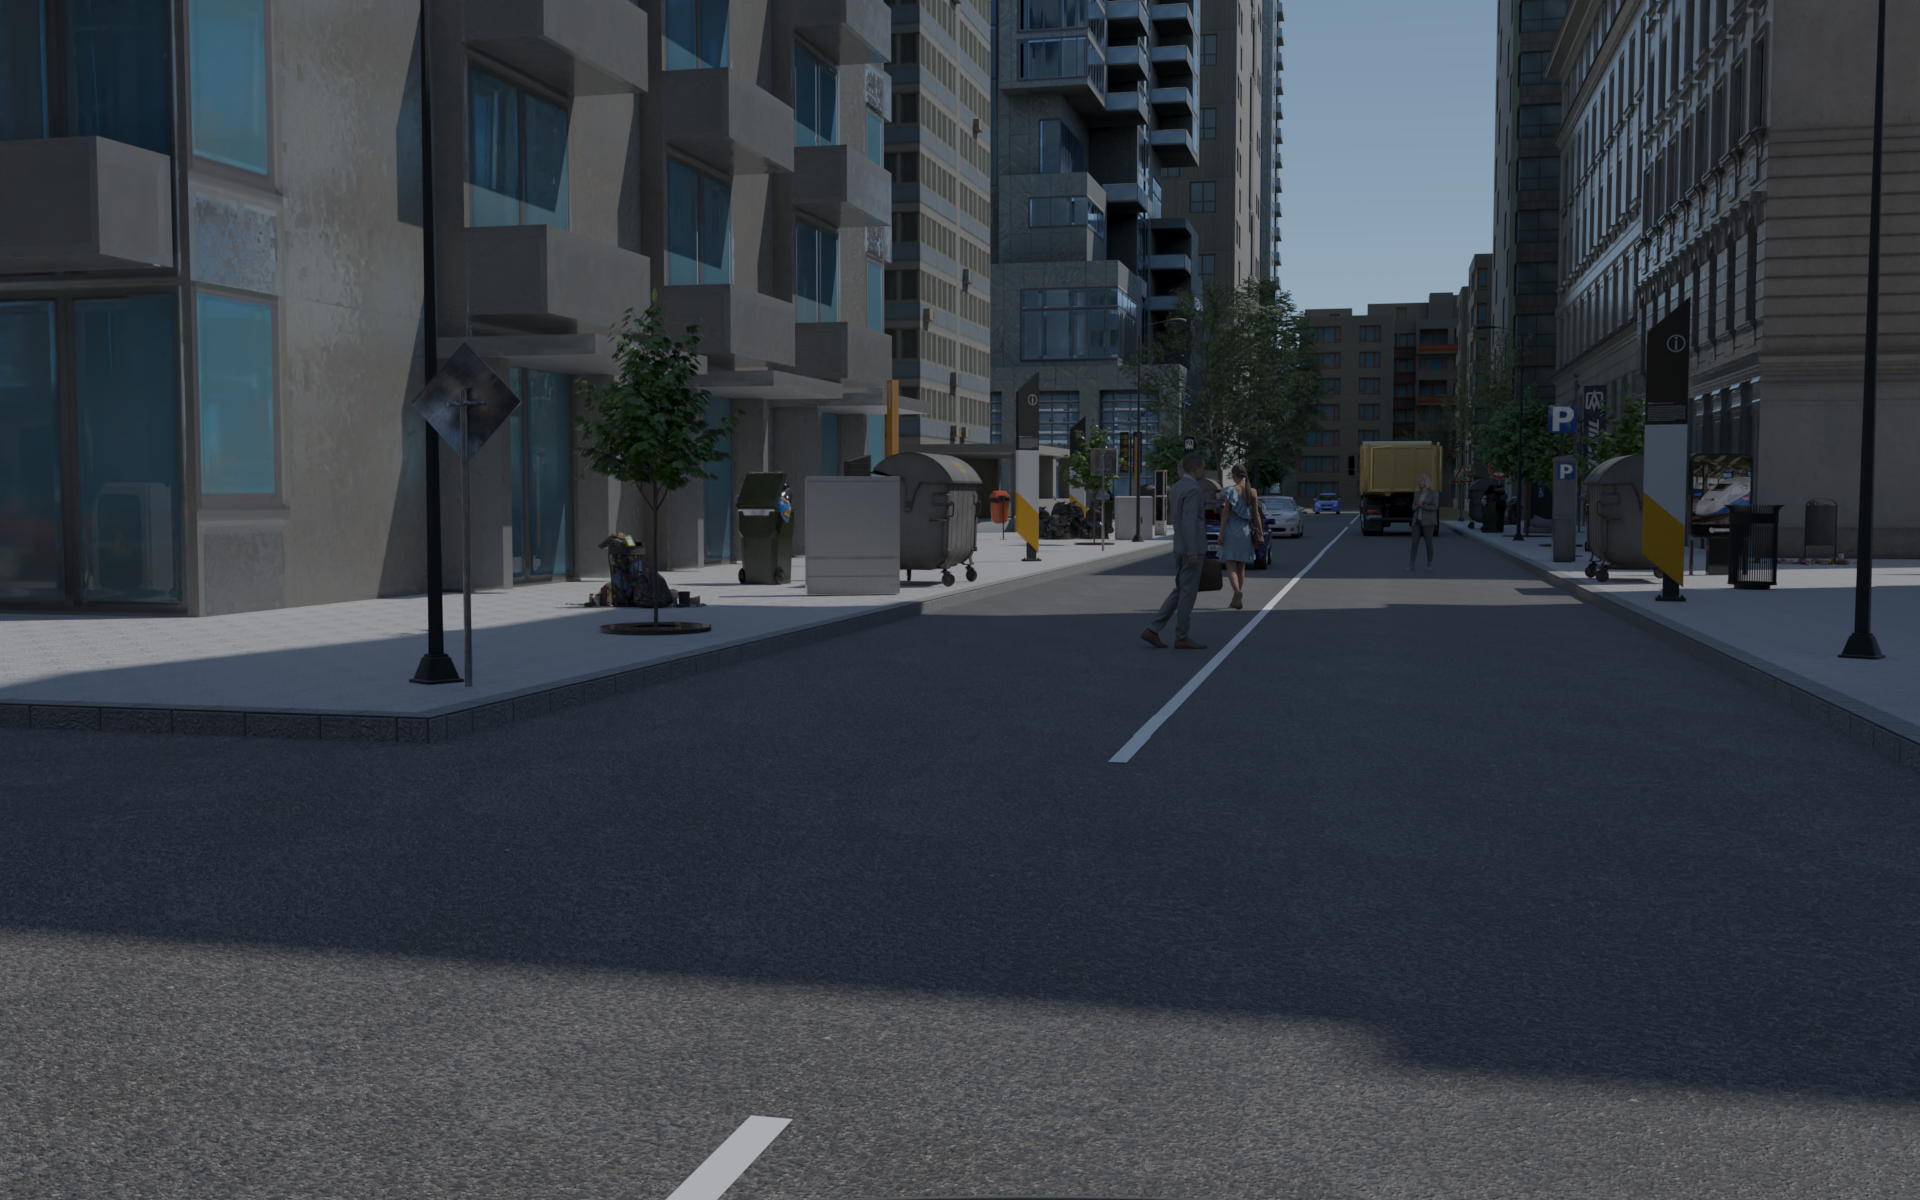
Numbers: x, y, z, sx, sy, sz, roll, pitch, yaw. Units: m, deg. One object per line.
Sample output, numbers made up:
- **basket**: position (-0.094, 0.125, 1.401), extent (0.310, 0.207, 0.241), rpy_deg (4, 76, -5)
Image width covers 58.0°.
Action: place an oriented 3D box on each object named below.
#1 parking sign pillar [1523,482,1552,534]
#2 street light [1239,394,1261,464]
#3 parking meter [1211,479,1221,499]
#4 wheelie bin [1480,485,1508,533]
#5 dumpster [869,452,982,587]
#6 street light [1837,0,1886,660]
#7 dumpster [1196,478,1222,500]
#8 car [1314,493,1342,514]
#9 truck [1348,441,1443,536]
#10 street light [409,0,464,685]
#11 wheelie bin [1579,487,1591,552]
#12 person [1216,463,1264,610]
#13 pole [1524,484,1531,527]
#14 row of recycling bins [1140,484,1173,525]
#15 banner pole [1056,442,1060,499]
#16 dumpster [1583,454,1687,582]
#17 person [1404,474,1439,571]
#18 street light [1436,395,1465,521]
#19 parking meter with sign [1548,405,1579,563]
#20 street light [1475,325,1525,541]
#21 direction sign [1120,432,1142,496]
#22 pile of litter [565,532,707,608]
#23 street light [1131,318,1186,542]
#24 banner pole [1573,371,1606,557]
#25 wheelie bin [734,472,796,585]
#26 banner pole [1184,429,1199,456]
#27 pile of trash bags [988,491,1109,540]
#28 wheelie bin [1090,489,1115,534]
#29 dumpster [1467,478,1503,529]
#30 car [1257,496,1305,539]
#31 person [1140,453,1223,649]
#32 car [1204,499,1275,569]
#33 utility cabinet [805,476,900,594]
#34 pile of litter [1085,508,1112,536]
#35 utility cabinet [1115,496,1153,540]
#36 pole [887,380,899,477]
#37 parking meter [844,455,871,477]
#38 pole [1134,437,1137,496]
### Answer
- **parking sign pillar**: position (19.233, -4.176, 56.751), extent (1.447, 3.967, 1.447), rpy_deg (-1, 4, -12)
- **street light**: position (13.454, -6.572, 79.992), extent (1.470, 5.913, 1.316), rpy_deg (1, 4, 14)
- **parking meter**: position (9.776, -3.711, 66.379), extent (0.255, 1.863, 0.399), rpy_deg (-3, 4, -36)
- **wheelie bin**: position (17.712, -3.026, 57.377), extent (0.980, 1.594, 0.693), rpy_deg (-3, 4, -37)
- **dumpster**: position (-0.494, -1.159, 24.709), extent (1.264, 1.857, 1.865), rpy_deg (1, 4, 14)
- **street light**: position (6.549, -2.508, 13.543), extent (1.470, 5.913, 1.316), rpy_deg (1, 4, 14)
- **dumpster**: position (8.991, -3.563, 64.014), extent (1.264, 1.857, 1.865), rpy_deg (1, 4, 14)
- **car**: position (26.170, -6.950, 123.218), extent (1.945, 1.707, 3.694), rpy_deg (1, 4, 14)
- **truck**: position (15.771, -4.068, 62.438), extent (3.469, 3.379, 9.791), rpy_deg (1, 4, 12)
- **street light**: position (-3.047, -2.383, 11.506), extent (1.470, 5.913, 1.316), rpy_deg (1, 4, 14)
- **wheelie bin**: position (14.265, -1.871, 38.499), extent (0.980, 1.594, 0.693), rpy_deg (2, 4, 34)
- **person**: position (3.495, -0.791, 21.532), extent (0.616, 1.811, 0.778), rpy_deg (0, 4, -3)
- **pole**: position (20.945, -4.283, 63.874), extent (0.158, 3.312, 0.155), rpy_deg (0, 3, 0)
- **row of recycling bins**: position (8.730, -3.998, 72.474), extent (3.534, 1.692, 1.069), rpy_deg (-3, 5, -45)
- **banner pole**: position (4.614, -5.726, 83.640), extent (0.863, 3.779, 0.401), rpy_deg (-3, 5, -41)
- **dumpster**: position (9.985, -1.217, 25.652), extent (1.264, 1.857, 1.865), rpy_deg (1, 4, 13)
- **person**: position (8.656, -1.447, 32.349), extent (0.526, 1.800, 0.537), rpy_deg (-3, 4, -37)
- **street light**: position (23.077, -6.664, 81.496), extent (1.470, 5.913, 1.316), rpy_deg (1, 4, 14)
- **parking meter with sign**: position (11.557, -2.257, 33.161), extent (0.543, 3.016, 1.738), rpy_deg (1, 4, 16)
- **street light**: position (14.822, -4.588, 47.547), extent (1.470, 5.913, 1.316), rpy_deg (1, 4, 14)
- **direction sign**: position (6.202, -4.338, 62.922), extent (0.876, 3.537, 0.379), rpy_deg (2, 4, 30)
- **pile of litter**: position (-3.739, -0.367, 19.966), extent (1.719, 0.858, 1.176), rpy_deg (3, 4, 37)
- **street light**: position (5.284, -4.494, 46.023), extent (1.470, 5.913, 1.316), rpy_deg (1, 4, 14)
- **banner pole**: position (12.710, -2.763, 35.184), extent (0.401, 3.779, 0.863), rpy_deg (-3, 5, -45)
- **wheelie bin**: position (-2.777, -1.028, 24.713), extent (0.980, 1.594, 0.693), rpy_deg (1, 4, 22)
- **banner pole**: position (8.888, -4.661, 66.218), extent (0.863, 3.779, 0.401), rpy_deg (-2, 4, -30)
- **pile of trash bags**: position (2.417, -2.415, 49.231), extent (3.447, 1.369, 1.912), rpy_deg (-1, 4, -23)
- **wheelie bin**: position (4.618, -2.956, 56.240), extent (0.693, 1.594, 0.980), rpy_deg (-1, 4, -22)
- **dumpster**: position (19.342, -3.544, 63.695), extent (1.264, 1.857, 1.865), rpy_deg (1, 4, 14)
- **car**: position (10.392, -2.757, 57.439), extent (2.083, 1.381, 4.827), rpy_deg (1, 4, 14)
- **person**: position (2.118, -0.454, 16.038), extent (0.853, 1.813, 0.709), rpy_deg (-1, 4, -15)
- **car**: position (5.264, -1.327, 34.269), extent (1.945, 1.354, 3.894), rpy_deg (1, 4, 12)
- **utility cabinet**: position (-1.369, -0.814, 21.991), extent (1.173, 1.500, 0.318), rpy_deg (-1, 4, -10)
- **pile of litter**: position (3.829, -2.419, 53.510), extent (1.719, 0.858, 1.176), rpy_deg (3, 5, 42)
- **utility cabinet**: position (4.838, -2.267, 48.221), extent (1.020, 1.237, 0.306), rpy_deg (0, 4, -6)
- **pole**: position (-1.206, -2.279, 31.112), extent (0.158, 3.312, 0.155), rpy_deg (0, 3, 0)
- **parking meter**: position (-1.538, -1.231, 25.833), extent (0.399, 1.863, 0.255), rpy_deg (-2, 4, -25)
- **pole**: position (6.351, -4.182, 62.222), extent (0.158, 3.312, 0.155), rpy_deg (0, 3, 0)
